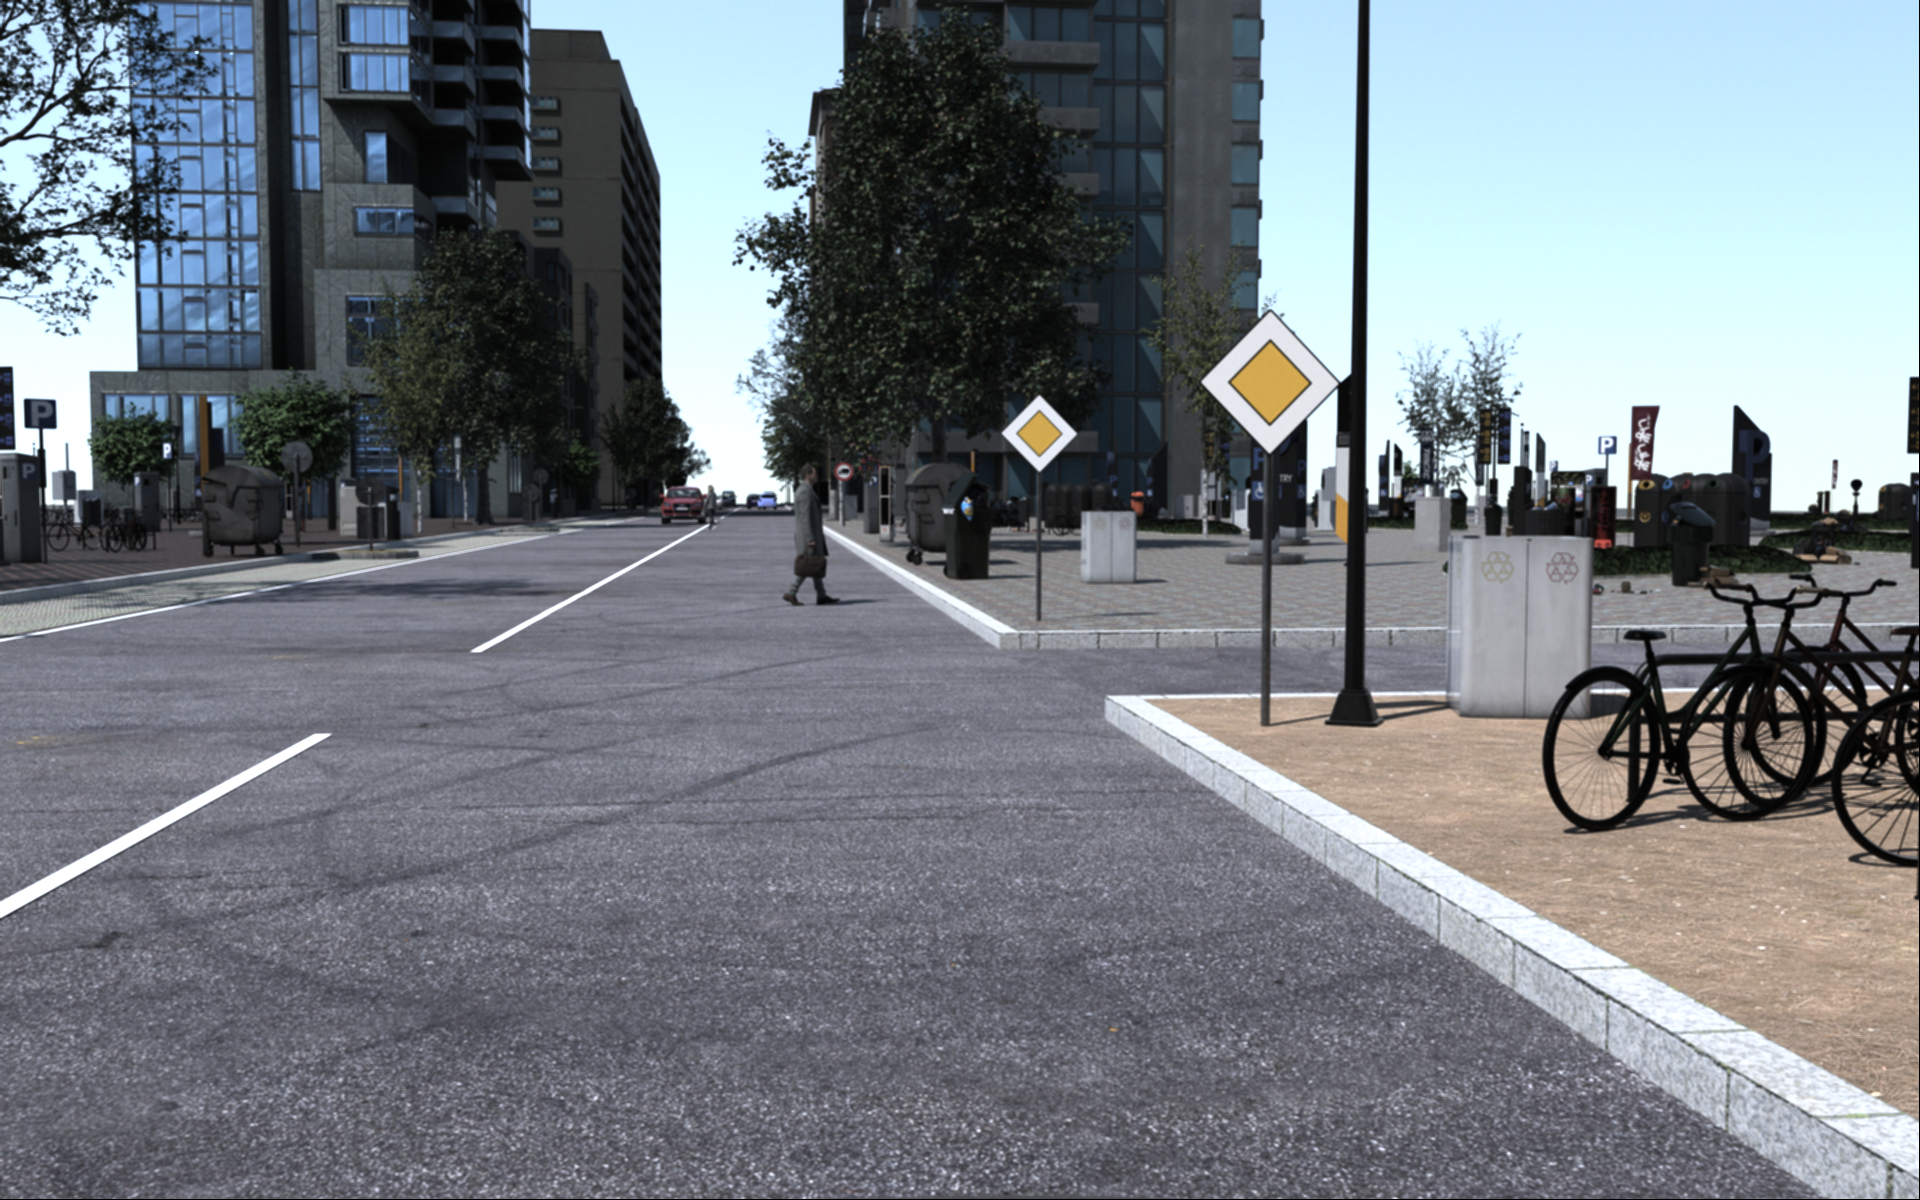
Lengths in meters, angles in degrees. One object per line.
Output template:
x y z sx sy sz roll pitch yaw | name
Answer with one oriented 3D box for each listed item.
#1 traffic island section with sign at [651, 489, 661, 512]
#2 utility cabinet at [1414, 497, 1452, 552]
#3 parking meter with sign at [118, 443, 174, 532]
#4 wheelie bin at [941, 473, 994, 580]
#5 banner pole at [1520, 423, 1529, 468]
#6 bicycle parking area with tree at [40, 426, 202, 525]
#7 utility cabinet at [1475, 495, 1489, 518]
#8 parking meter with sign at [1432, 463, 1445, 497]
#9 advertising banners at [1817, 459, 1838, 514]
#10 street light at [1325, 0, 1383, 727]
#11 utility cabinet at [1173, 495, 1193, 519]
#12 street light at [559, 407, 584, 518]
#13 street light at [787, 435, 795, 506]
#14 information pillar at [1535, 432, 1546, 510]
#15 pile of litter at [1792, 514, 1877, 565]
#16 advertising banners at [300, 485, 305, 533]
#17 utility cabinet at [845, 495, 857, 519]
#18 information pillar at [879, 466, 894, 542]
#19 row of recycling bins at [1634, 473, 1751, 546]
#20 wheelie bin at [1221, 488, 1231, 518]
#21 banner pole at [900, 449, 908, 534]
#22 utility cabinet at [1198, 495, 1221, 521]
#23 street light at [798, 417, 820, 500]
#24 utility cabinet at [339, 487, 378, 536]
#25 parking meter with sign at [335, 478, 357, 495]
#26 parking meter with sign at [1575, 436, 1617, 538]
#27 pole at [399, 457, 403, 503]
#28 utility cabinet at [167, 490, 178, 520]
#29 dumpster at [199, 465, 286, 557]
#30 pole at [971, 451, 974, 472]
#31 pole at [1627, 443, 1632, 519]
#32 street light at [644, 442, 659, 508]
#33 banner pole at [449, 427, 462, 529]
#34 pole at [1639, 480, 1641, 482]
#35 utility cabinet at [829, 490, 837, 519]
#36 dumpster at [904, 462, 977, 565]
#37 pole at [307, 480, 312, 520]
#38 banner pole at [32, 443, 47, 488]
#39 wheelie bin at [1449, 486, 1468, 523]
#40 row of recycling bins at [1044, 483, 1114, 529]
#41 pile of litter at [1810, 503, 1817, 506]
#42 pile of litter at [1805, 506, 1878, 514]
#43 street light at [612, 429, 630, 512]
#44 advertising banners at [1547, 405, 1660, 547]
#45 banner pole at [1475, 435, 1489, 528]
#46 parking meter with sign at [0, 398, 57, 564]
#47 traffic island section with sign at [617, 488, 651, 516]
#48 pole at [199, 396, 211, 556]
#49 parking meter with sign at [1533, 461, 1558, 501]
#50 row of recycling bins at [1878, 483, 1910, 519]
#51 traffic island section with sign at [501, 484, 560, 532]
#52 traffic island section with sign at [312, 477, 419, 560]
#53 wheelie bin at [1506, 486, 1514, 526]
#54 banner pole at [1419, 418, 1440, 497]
-24.813 -8.161 142.067 1.989 1.847 2.006 0 4 -6 | traffic island section with sign
10.618 -1.697 38.902 0.306 1.237 1.020 -1 4 -18 | utility cabinet
-27.379 -3.792 58.261 0.543 3.016 1.738 2 4 35 | parking meter with sign
0.120 -1.119 26.204 0.693 1.594 0.980 -1 4 -20 | wheelie bin
19.706 -4.313 60.527 0.401 3.779 0.863 0 4 -5 | banner pole
-35.013 -5.386 75.057 9.016 4.147 8.231 -2 4 -30 | bicycle parking area with tree
28.151 -4.996 92.843 1.020 1.237 0.306 0 4 5 | utility cabinet
26.184 -6.023 94.734 0.543 3.016 1.738 0 4 -6 | parking meter with sign
44.344 -5.649 88.555 0.090 3.025 2.074 0 4 2 | advertising banners
1.668 -2.258 9.463 1.470 5.913 1.316 0 4 -6 | street light
11.613 -4.827 90.075 1.020 1.237 0.306 -1 4 -10 | utility cabinet
-20.626 -7.302 91.925 1.470 5.913 1.316 0 4 -6 | street light
-12.707 -10.029 136.522 1.470 5.913 1.316 0 4 -6 | street light
22.096 -4.565 65.985 0.504 3.616 0.183 -2 4 -35 | information pillar
15.930 -1.105 32.035 1.176 0.858 1.719 -2 4 -30 | pile of litter
-21.931 -3.769 57.806 0.090 3.025 2.074 -2 4 -24 | advertising banners
-5.878 -4.853 90.514 1.020 1.237 0.306 -2 4 -30 | utility cabinet
-1.950 -2.547 46.129 0.304 2.012 0.304 1 4 18 | information pillar
14.817 -1.711 35.093 1.069 1.692 3.534 0 4 -6 | row of recycling bins
14.282 -5.179 92.577 0.693 1.594 0.980 -1 4 -12 | wheelie bin
-1.702 -3.990 55.254 0.401 3.779 0.863 0 4 -3 | banner pole
11.654 -4.259 80.803 1.020 1.237 0.306 1 4 19 | utility cabinet
-9.112 -8.100 104.980 1.470 5.913 1.316 0 4 -6 | street light
-18.094 -2.661 52.185 1.173 1.500 0.318 1 4 15 | utility cabinet
-29.081 -5.275 82.503 0.543 3.016 1.738 2 4 32 | parking meter with sign
18.846 -3.384 51.583 1.738 3.016 0.543 -3 5 -42 | parking meter with sign
-28.638 -5.804 88.746 0.158 3.312 0.155 0 3 0 | pole
-39.270 -4.758 86.472 0.318 1.500 1.173 -1 4 -11 | utility cabinet
-14.800 -1.835 35.754 1.264 1.857 1.865 0 4 -6 | dumpster
0.610 -5.451 82.969 0.158 3.312 0.155 0 3 0 | pole
26.991 -4.643 69.754 0.158 3.312 0.155 0 3 0 | pole
-27.672 -11.161 155.027 1.470 5.913 1.316 0 4 -6 | street light
-18.752 -4.550 64.410 0.863 3.779 0.401 3 5 42 | banner pole
24.541 -4.193 62.399 0.158 3.312 0.155 0 3 0 | pole
-6.419 -4.897 88.741 0.318 1.500 1.173 1 4 11 | utility cabinet
-0.335 -1.592 31.781 1.264 1.857 1.865 0 4 -7 | dumpster
-32.527 -5.672 86.584 0.158 3.312 0.155 0 3 0 | pole
-44.892 -5.775 84.444 0.401 3.779 0.863 2 4 25 | banner pole
19.279 -3.612 66.960 0.693 1.594 0.980 1 4 18 | wheelie bin
4.387 -3.501 64.355 1.069 1.692 3.534 -3 4 -36 | row of recycling bins
38.914 -3.952 78.578 1.719 0.858 1.176 0 4 6 | pile of litter
25.151 -2.150 49.116 1.176 0.858 1.719 -3 4 -38 | pile of litter
-24.167 -9.231 123.474 1.470 5.913 1.316 0 4 -6 | street light
12.815 -2.346 34.552 2.074 3.025 0.090 1 4 22 | advertising banners
19.506 -4.561 64.586 0.863 3.779 0.401 -2 4 -31 | banner pole
-17.487 -2.203 32.274 1.738 3.016 0.543 3 4 37 | parking meter with sign
-21.794 -6.523 115.281 1.989 1.847 2.006 0 4 -6 | traffic island section with sign
-15.678 -2.576 35.967 0.158 3.312 0.155 0 3 0 | pole
30.246 -5.750 90.272 1.738 3.016 0.543 -1 4 -20 | parking meter with sign
36.325 -3.677 67.225 1.069 1.692 3.534 2 4 23 | row of recycling bins
-16.183 -3.469 65.344 1.989 1.847 2.006 0 4 -6 | traffic island section with sign
-13.177 -1.830 38.556 1.989 1.847 2.006 0 4 -6 | traffic island section with sign
22.439 -3.776 69.653 0.693 1.594 0.980 -3 4 -38 | wheelie bin
15.507 -4.098 57.025 0.863 3.779 0.401 -1 4 -9 | banner pole
